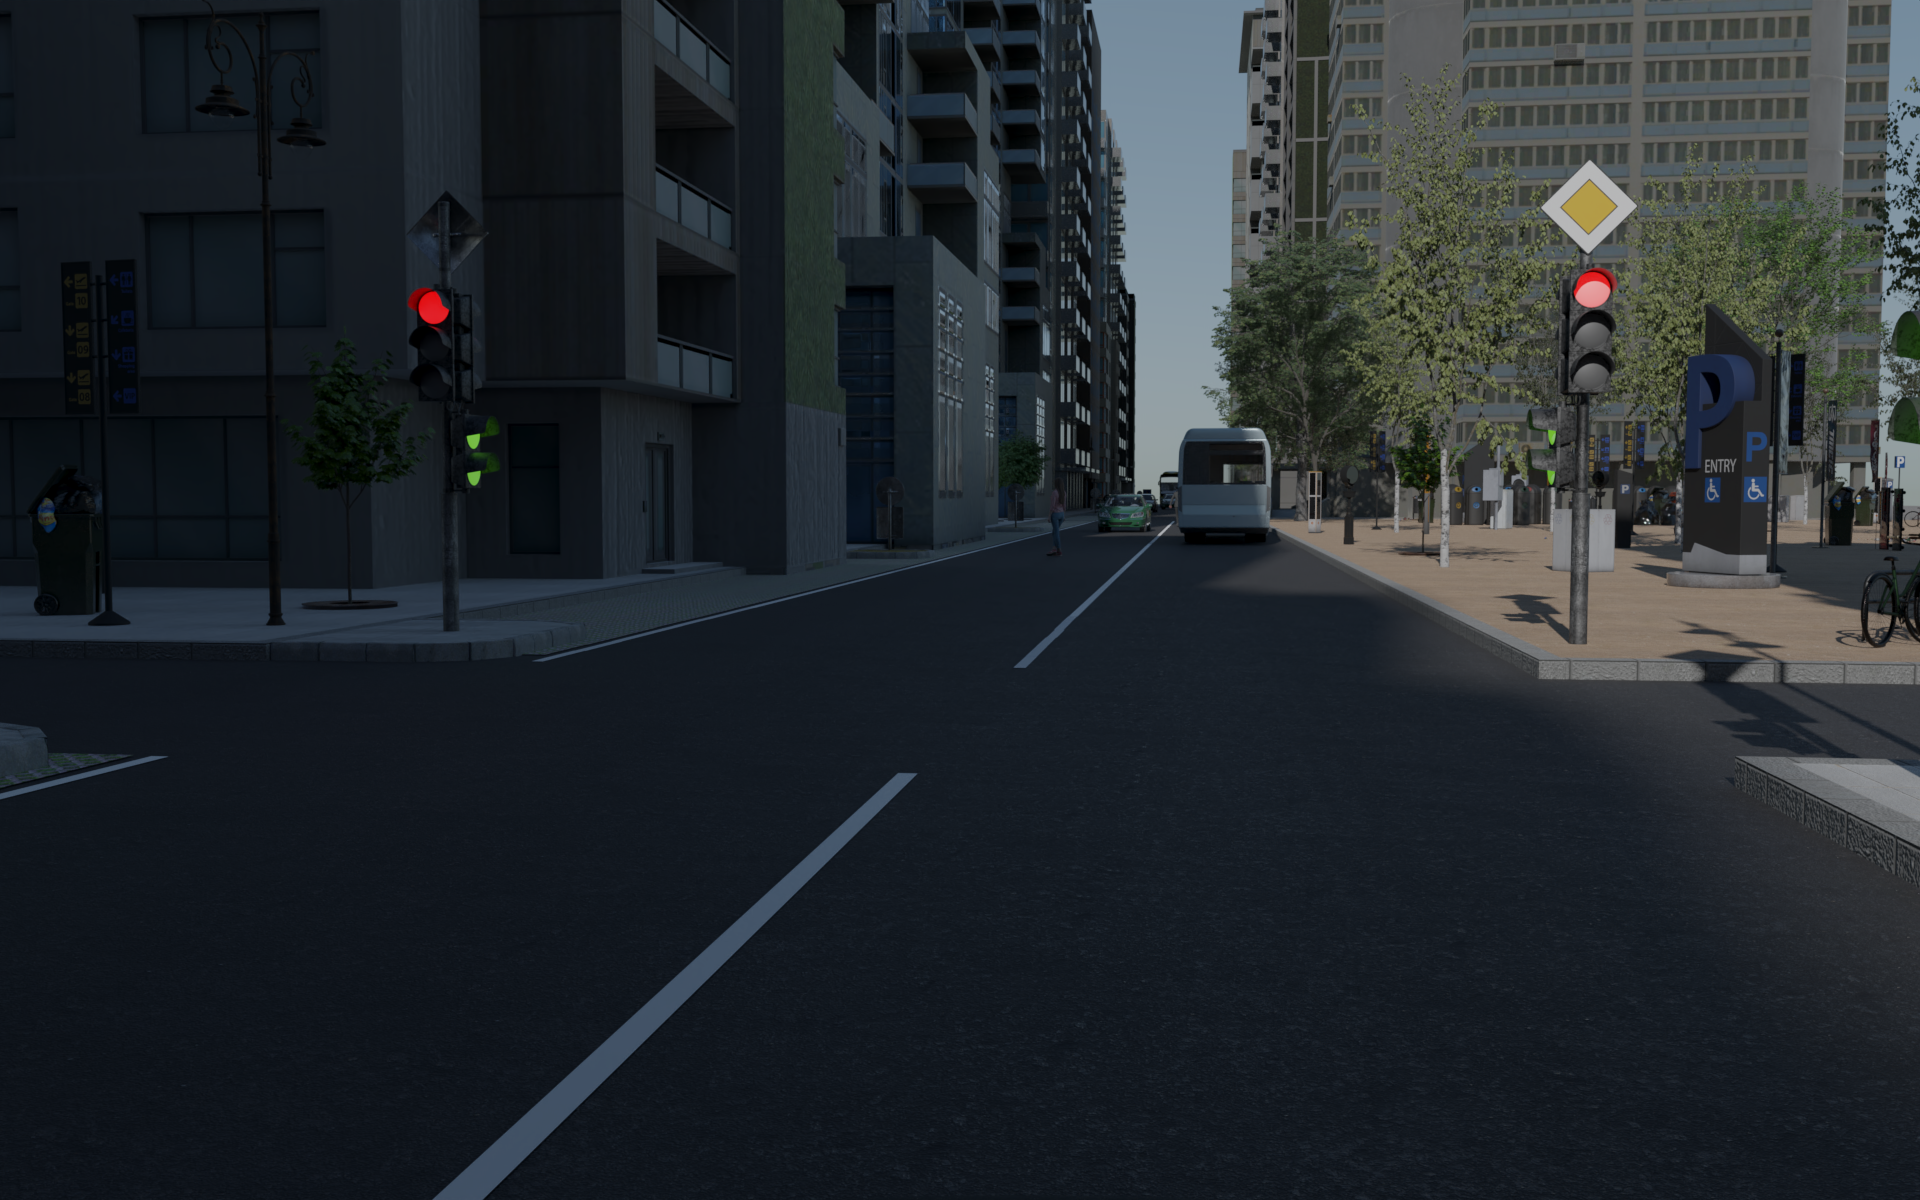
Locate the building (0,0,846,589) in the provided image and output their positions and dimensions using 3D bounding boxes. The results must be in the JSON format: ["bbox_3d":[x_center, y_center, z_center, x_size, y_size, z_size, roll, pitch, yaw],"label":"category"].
[{"bbox_3d":[-10.227,-21.092,28.450,14.154,41.232,14.086,0,4,8],"label":"building"}]

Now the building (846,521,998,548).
[{"bbox_3d":[-9.572,-45.571,57.758,22.319,86.520,31.000,0,4,8],"label":"building"}]

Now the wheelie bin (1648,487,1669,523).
[{"bbox_3d":[31.033,-4.218,76.869,0.980,1.594,0.693,-2,4,-30],"label":"wheelie bin"}]

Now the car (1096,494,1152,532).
[{"bbox_3d":[6.344,-3.343,66.460,2.131,1.459,4.920,1,4,10],"label":"car"}]

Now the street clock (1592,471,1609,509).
[{"bbox_3d":[19.725,-2.985,53.370,0.358,2.002,0.471,-2,4,-31],"label":"street clock"}]

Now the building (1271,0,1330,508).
[{"bbox_3d":[31.249,-41.756,120.969,20.563,71.187,20.611,0,4,8],"label":"building"}]

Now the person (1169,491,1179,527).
[{"bbox_3d":[9.647,-4.159,76.280,0.659,1.850,0.755,2,4,28],"label":"person"}]

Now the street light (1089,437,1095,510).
[{"bbox_3d":[10.586,-10.204,139.616,0.468,5.910,1.993,0,4,8],"label":"street light"}]

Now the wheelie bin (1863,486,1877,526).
[{"bbox_3d":[36.232,-3.755,69.301,0.980,1.594,0.693,-3,5,-42],"label":"wheelie bin"}]

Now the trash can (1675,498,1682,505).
[{"bbox_3d":[26.625,-3.178,63.613,0.748,1.137,0.748,0,3,0],"label":"trash can"}]

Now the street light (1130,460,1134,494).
[{"bbox_3d":[21.993,-15.228,221.771,0.468,5.910,1.993,0,4,8],"label":"street light"}]

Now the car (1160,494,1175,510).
[{"bbox_3d":[19.745,-9.145,161.314,2.131,1.459,4.920,1,4,10],"label":"car"}]

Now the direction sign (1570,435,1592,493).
[{"bbox_3d":[22.005,-4.282,62.000,0.379,3.537,0.876,-2,4,-34],"label":"direction sign"}]

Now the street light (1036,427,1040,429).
[{"bbox_3d":[3.980,-7.357,93.082,0.468,5.910,1.993,0,4,8],"label":"street light"}]

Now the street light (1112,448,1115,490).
[{"bbox_3d":[15.516,-12.381,175.219,0.468,5.910,1.993,0,4,8],"label":"street light"}]

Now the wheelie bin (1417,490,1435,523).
[{"bbox_3d":[20.632,-4.201,76.587,0.693,1.594,0.980,0,4,-2],"label":"wheelie bin"}]

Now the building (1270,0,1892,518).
[{"bbox_3d":[33.974,-24.904,99.057,32.217,40.220,23.993,0,4,8],"label":"building"}]

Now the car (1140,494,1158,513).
[{"bbox_3d":[14.564,-7.706,135.781,2.009,1.686,4.222,1,4,10],"label":"car"}]

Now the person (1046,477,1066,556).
[{"bbox_3d":[2.255,-1.932,40.094,0.388,1.821,0.555,2,4,34],"label":"person"}]

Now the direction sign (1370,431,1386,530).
[{"bbox_3d":[14.960,-4.287,62.093,0.876,3.537,0.379,-3,5,-40],"label":"direction sign"}]

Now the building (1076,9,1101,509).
[{"bbox_3d":[5.612,-31.166,159.676,14.600,45.320,14.200,0,4,8],"label":"building"}]

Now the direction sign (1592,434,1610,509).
[{"bbox_3d":[24.247,-4.522,65.939,0.876,3.537,0.379,1,4,22],"label":"direction sign"}]

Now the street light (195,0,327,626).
[{"bbox_3d":[-6.697,-2.690,16.775,0.468,5.910,1.993,0,4,8],"label":"street light"}]

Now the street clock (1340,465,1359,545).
[{"bbox_3d":[9.876,-2.408,43.945,0.471,2.002,0.358,-2,4,-35],"label":"street clock"}]

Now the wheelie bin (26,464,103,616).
[{"bbox_3d":[-9.523,-0.651,18.545,0.693,1.594,0.980,-1,4,-14],"label":"wheelie bin"}]

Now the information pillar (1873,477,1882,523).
[{"bbox_3d":[40.095,-4.356,75.706,0.304,2.012,0.304,2,4,32],"label":"information pillar"}]

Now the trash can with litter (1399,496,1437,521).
[{"bbox_3d":[22.175,-4.498,84.592,1.678,1.210,2.233,-1,4,-17],"label":"trash can with litter"}]

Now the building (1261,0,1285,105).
[{"bbox_3d":[36.814,-32.232,146.602,23.786,49.044,30.456,0,4,8],"label":"building"}]

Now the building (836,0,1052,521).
[{"bbox_3d":[-4.914,-48.538,106.270,22.319,86.520,31.000,0,4,8],"label":"building"}]

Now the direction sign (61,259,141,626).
[{"bbox_3d":[-8.355,-1.523,16.903,0.876,3.537,0.379,1,4,16],"label":"direction sign"}]

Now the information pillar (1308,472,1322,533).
[{"bbox_3d":[11.612,-3.191,56.672,0.304,2.012,0.304,3,5,44],"label":"information pillar"}]

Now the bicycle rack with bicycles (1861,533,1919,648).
[{"bbox_3d":[8.818,-0.075,14.616,2.925,0.926,2.852,-1,4,-17],"label":"bicycle rack with bicycles"}]

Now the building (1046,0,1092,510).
[{"bbox_3d":[-1.201,-31.707,138.011,23.786,49.044,30.456,0,4,8],"label":"building"}]

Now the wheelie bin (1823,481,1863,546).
[{"bbox_3d":[21.967,-2.162,43.249,0.693,1.594,0.980,1,4,15],"label":"wheelie bin"}]

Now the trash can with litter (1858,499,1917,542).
[{"bbox_3d":[25.488,-2.213,47.234,1.678,1.210,2.233,2,4,25],"label":"trash can with litter"}]

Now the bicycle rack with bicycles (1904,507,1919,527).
[{"bbox_3d":[38.701,-3.317,67.610,2.925,0.926,2.852,3,4,38],"label":"bicycle rack with bicycles"}]

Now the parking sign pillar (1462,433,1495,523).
[{"bbox_3d":[23.020,-5.410,76.925,1.447,3.967,1.447,0,4,5],"label":"parking sign pillar"}]

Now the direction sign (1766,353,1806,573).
[{"bbox_3d":[13.365,-2.222,28.327,0.379,3.537,0.876,-2,4,-31],"label":"direction sign"}]

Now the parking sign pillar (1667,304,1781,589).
[{"bbox_3d":[10.609,-2.171,23.967,1.447,3.967,1.447,-1,4,-11],"label":"parking sign pillar"}]

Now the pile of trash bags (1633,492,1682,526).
[{"bbox_3d":[29.153,-3.790,71.714,1.912,1.369,3.447,3,4,38],"label":"pile of trash bags"}]

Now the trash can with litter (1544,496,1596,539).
[{"bbox_3d":[17.463,-2.330,49.151,1.678,1.210,2.233,1,4,14],"label":"trash can with litter"}]

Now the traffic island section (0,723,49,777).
[{"bbox_3d":[-5.892,0.854,8.325,2.009,0.180,2.903,0,4,8],"label":"traffic island section"}]

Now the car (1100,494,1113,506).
[{"bbox_3d":[11.522,-7.410,130.941,2.009,1.686,4.222,0,4,6],"label":"car"}]

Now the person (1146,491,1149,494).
[{"bbox_3d":[19.876,-10.714,184.504,0.721,1.723,1.217,-3,5,-39],"label":"person"}]

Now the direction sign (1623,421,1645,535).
[{"bbox_3d":[20.942,-3.784,53.862,0.876,3.537,0.379,-2,4,-27],"label":"direction sign"}]

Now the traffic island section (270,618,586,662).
[{"bbox_3d":[-4.783,0.370,16.233,2.009,0.180,2.903,0,4,8],"label":"traffic island section"}]
